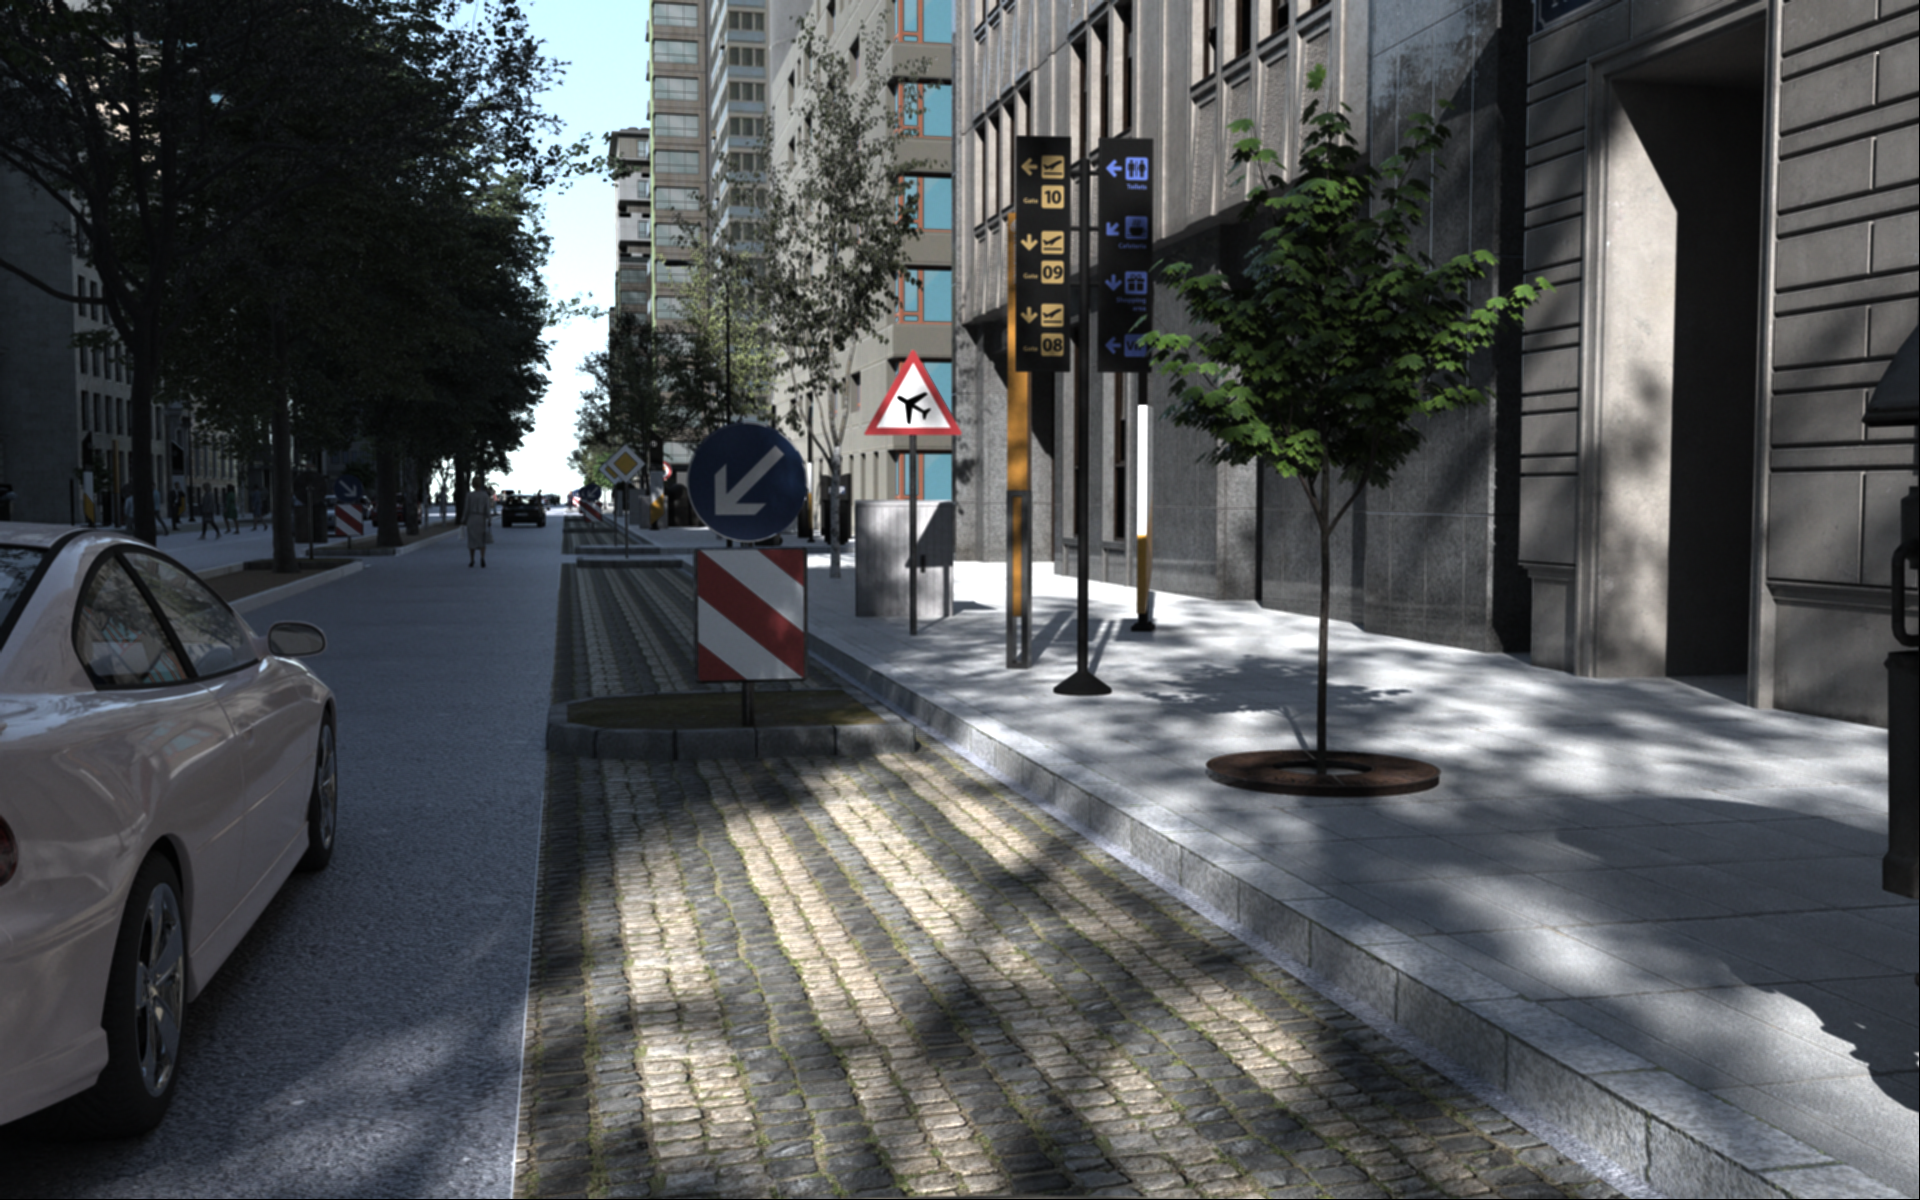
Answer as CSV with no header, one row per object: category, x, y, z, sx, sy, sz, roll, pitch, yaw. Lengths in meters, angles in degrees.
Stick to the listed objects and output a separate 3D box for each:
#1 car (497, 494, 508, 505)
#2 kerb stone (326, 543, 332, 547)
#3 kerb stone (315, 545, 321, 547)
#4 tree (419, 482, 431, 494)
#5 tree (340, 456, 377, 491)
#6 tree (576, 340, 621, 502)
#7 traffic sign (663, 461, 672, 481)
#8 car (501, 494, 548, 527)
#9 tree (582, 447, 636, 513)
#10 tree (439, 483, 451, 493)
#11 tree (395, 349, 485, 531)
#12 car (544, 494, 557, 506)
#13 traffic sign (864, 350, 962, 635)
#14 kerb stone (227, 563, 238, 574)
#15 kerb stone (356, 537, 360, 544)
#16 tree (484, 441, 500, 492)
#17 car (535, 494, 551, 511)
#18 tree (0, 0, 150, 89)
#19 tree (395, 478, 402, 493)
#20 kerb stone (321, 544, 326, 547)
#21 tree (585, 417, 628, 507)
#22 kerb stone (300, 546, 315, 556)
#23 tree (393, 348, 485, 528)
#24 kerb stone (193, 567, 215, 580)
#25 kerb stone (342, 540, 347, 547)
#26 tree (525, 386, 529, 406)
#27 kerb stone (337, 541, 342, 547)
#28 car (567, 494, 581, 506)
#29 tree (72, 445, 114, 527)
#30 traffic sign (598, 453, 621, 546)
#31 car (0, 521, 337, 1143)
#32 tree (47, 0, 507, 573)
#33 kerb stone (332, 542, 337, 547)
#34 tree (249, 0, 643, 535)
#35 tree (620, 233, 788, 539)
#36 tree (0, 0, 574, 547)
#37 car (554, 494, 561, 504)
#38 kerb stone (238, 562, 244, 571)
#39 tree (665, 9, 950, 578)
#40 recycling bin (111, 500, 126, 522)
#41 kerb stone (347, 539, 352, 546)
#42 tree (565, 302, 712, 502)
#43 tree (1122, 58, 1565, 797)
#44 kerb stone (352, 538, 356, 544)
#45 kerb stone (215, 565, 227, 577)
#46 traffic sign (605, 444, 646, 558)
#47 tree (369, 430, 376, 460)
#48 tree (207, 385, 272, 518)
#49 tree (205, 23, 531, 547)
car,-56.063,-12.360,211.877,2.009,1.686,4.222,-1,4,-14
kerb stone,-16.005,-1.309,43.607,0.120,0.150,1.000,-1,4,-13
kerb stone,-15.548,-1.187,41.604,0.120,0.150,1.000,-1,4,-13
tree,-67.540,-13.737,219.196,1.663,3.219,1.824,0,3,0
tree,-52.371,-10.225,150.891,4.285,4.588,4.351,0,3,0
tree,-14.362,-7.798,77.858,4.737,8.622,4.395,0,3,0
traffic sign,-11.374,-4.036,66.093,0.768,2.556,0.104,0,4,-7
car,-19.105,-4.044,75.905,2.009,1.686,4.222,-1,4,-11
tree,-23.884,-8.313,119.637,4.285,4.588,4.351,0,3,0
tree,-75.297,-15.827,253.364,1.663,3.219,1.824,0,3,0
tree,-20.774,-6.994,67.174,4.360,8.622,3.978,0,3,0
car,-51.583,-12.566,217.249,2.131,1.459,4.920,-1,4,-15
traffic sign,-0.427,-0.962,15.727,0.884,2.594,0.081,0,4,-8
kerb stone,-13.143,-0.539,31.056,0.120,0.150,1.000,-1,4,-13
kerb stone,-17.371,-1.675,49.606,0.120,0.150,1.000,-1,4,-13
tree,-24.784,-8.203,86.931,4.360,8.622,3.978,0,3,0
car,-36.879,-8.557,151.913,2.014,1.417,4.499,-1,4,-12
tree,-7.747,-5.011,10.137,9.928,11.665,9.643,0,3,0
tree,-57.111,-10.966,173.889,1.663,3.219,1.824,0,3,0
kerb stone,-15.783,-1.248,42.599,0.120,0.150,1.000,-1,4,-13
tree,-31.098,-12.345,152.203,4.360,8.622,3.978,0,3,0
kerb stone,-15.322,-1.126,40.598,0.120,0.150,1.000,-1,4,-13
tree,-21.746,-7.330,72.671,4.737,8.622,4.395,0,3,0
kerb stone,-12.697,-0.419,29.054,0.120,0.150,1.000,-1,4,-13
kerb stone,-16.694,-1.493,46.601,0.120,0.150,1.000,-1,4,-13
tree,-26.778,-10.128,93.802,9.928,11.665,9.643,0,3,0
kerb stone,-16.468,-1.428,45.604,0.120,0.150,1.000,-1,4,-13
car,-47.883,-12.566,215.243,2.009,1.686,4.222,-1,4,-11
tree,-33.862,-4.489,67.991,1.663,3.219,1.824,0,3,0
traffic sign,-8.435,-2.367,42.349,0.795,2.450,0.064,-1,4,-13
car,-2.999,0.450,5.013,2.083,1.381,4.827,-1,4,-13
tree,-12.012,-6.726,30.550,7.486,12.596,7.792,0,3,0
kerb stone,-16.236,-1.366,44.609,0.120,0.150,1.000,-1,4,-13
tree,-17.569,-12.258,58.761,12.611,20.169,13.585,0,3,0
tree,-6.820,-6.020,48.783,4.737,8.622,4.395,0,3,0
tree,-10.001,-6.610,20.897,12.009,13.543,11.850,0,3,0
car,-55.377,-13.686,235.570,2.131,1.459,4.920,-1,4,-14
kerb stone,-13.384,-0.602,32.050,0.120,0.150,1.000,-1,4,-13
tree,-2.063,-4.656,26.484,4.360,8.622,3.978,0,3,0
recycling bin,-38.169,-4.055,78.848,0.722,1.027,0.722,3,5,39
kerb stone,-16.911,-1.552,47.600,0.120,0.150,1.000,-1,4,-13
tree,-15.576,-9.195,84.749,7.601,10.594,8.767,0,4,-7
tree,1.614,-0.812,7.875,1.663,3.219,1.824,0,3,0
kerb stone,-17.155,-1.615,48.602,0.120,0.150,1.000,-1,4,-13
kerb stone,-12.926,-0.479,30.057,0.120,0.150,1.000,-1,4,-13
traffic sign,-6.663,-1.891,34.563,0.795,2.450,0.064,-1,4,-13
tree,-55.885,-13.403,169.503,4.737,8.622,4.395,0,3,0
tree,-38.441,-8.736,93.197,4.737,8.622,4.395,0,3,0
tree,-15.472,-8.406,46.543,9.857,13.997,8.962,0,3,0
